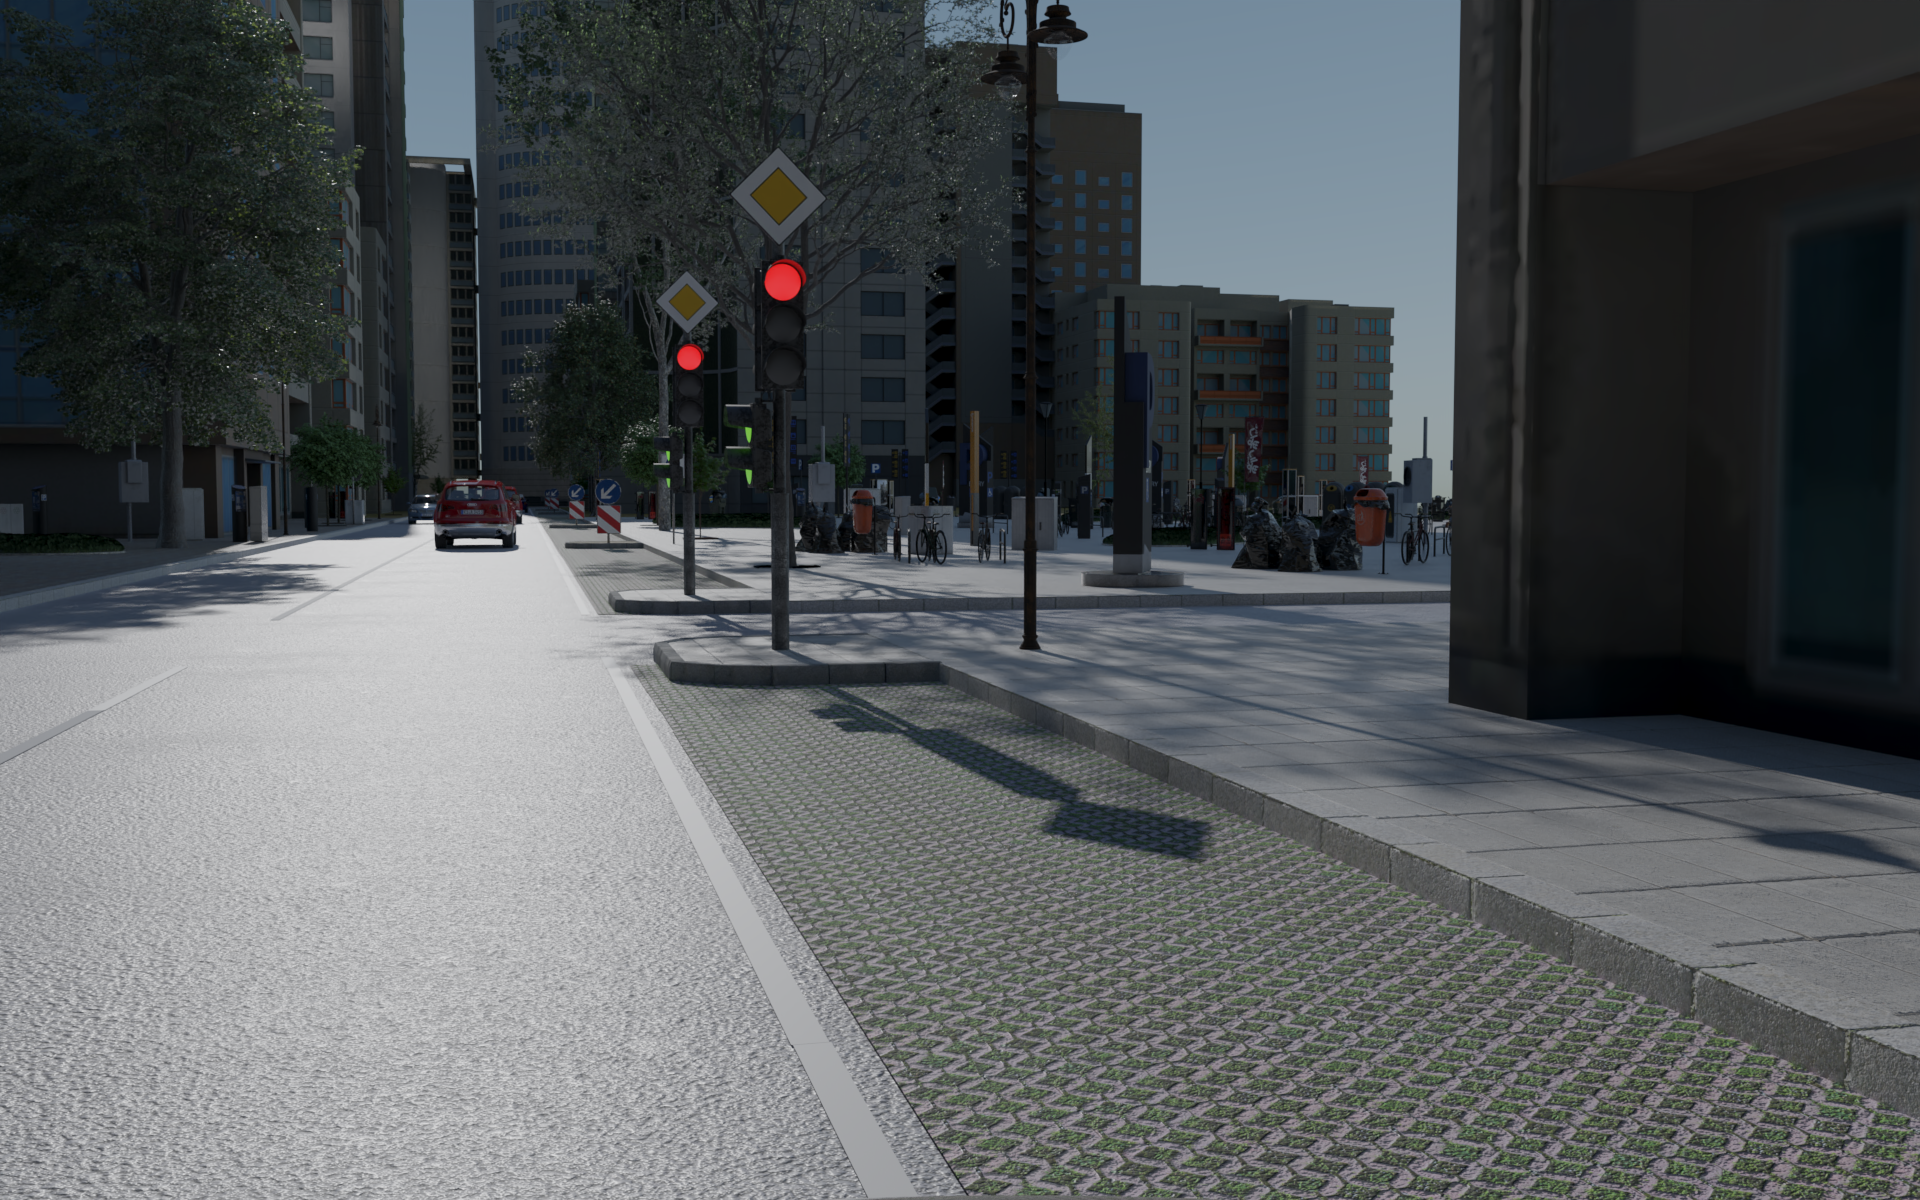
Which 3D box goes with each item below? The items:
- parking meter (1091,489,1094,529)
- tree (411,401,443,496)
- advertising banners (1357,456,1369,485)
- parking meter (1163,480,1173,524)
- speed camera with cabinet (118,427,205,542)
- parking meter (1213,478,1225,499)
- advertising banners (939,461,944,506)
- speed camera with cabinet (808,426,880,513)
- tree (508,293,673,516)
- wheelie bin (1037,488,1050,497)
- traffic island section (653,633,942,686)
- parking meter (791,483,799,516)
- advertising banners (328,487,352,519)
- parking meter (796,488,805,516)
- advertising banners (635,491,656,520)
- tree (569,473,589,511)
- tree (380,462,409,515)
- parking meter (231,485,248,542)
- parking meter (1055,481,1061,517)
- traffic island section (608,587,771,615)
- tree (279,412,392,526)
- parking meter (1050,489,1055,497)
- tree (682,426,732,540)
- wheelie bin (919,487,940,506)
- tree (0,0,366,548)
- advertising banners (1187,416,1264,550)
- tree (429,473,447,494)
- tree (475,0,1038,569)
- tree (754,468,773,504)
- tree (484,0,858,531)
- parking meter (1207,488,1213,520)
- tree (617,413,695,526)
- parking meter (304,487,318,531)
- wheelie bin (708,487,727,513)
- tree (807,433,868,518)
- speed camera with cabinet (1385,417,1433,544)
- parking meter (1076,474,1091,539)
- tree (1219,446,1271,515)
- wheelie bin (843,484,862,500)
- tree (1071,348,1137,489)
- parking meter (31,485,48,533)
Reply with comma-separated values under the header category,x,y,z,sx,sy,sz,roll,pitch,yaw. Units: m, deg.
category,x,y,z,sx,sy,sz,roll,pitch,yaw
parking meter,4.684,-3.352,63.212,0.372,1.533,0.369,0,3,0
tree,-43.471,-11.499,138.364,4.737,8.622,4.395,0,3,0
advertising banners,19.252,-5.094,79.473,2.074,3.025,0.090,0,4,1
parking meter,8.784,-4.124,73.131,0.399,1.863,0.255,2,4,32
speed camera with cabinet,-21.811,-3.239,47.287,2.038,3.252,0.660,-2,4,-32
parking meter,9.433,-3.500,62.935,0.255,1.863,0.399,-1,4,-16
advertising banners,-0.928,-5.707,89.505,0.090,3.025,2.074,0,4,5
speed camera with cabinet,-3.385,-3.451,50.764,2.038,3.252,0.660,-1,4,-18
tree,-20.956,-11.164,99.534,9.611,12.733,9.660,0,3,0
wheelie bin,4.446,-5.068,90.769,0.693,1.594,0.980,3,4,39
traffic island section,-1.459,0.488,14.310,2.009,0.180,2.903,-1,4,-14
parking meter,-8.457,-5.080,88.775,0.399,1.863,0.255,0,4,6
advertising banners,-32.096,-5.734,89.933,2.074,3.025,0.090,2,4,27
parking meter,-6.424,-3.759,69.876,0.372,1.533,0.369,0,3,0
advertising banners,-15.620,-5.596,87.684,0.090,3.025,2.074,3,5,42
tree,-28.730,-8.316,130.570,1.663,3.219,1.824,0,3,0
tree,-34.424,-6.741,104.815,1.663,3.219,1.824,0,3,0
parking meter,-19.272,-2.319,46.321,0.372,1.533,0.369,0,3,0
parking meter,4.400,-4.408,77.777,0.255,1.863,0.399,1,4,10
traffic island section,-3.418,0.014,22.052,2.009,0.180,2.903,-1,4,-14
tree,-25.328,-5.226,69.154,4.285,4.588,4.351,0,3,0
parking meter,4.804,-4.944,89.241,0.372,1.533,0.369,0,3,0
tree,-7.305,-3.318,48.850,1.663,3.219,1.824,0,3,0
wheelie bin,-1.459,-4.505,81.559,0.980,1.594,0.693,-1,4,-20
tree,-18.756,-8.208,40.850,9.857,13.997,8.962,0,3,0
advertising banners,6.056,-2.651,39.533,2.074,3.025,0.090,3,5,43
tree,-46.890,-9.841,155.496,1.663,3.219,1.824,0,3,0
tree,-3.116,-7.306,29.828,12.009,13.543,11.850,0,3,0
tree,-9.264,-5.403,82.936,1.663,3.219,1.824,0,3,0
tree,-8.843,-12.468,59.742,12.611,20.169,13.585,0,3,0
parking meter,13.739,-5.353,95.934,0.372,1.533,0.369,0,3,0
tree,-12.250,-5.286,70.134,4.285,4.588,4.351,0,3,0
parking meter,-24.523,-3.479,65.287,0.372,1.533,0.369,0,3,0
wheelie bin,-11.398,-4.509,81.623,0.693,1.594,0.980,2,4,25
tree,-6.525,-6.665,92.686,4.285,4.588,4.351,0,3,0
speed camera with cabinet,11.647,-3.099,45.005,0.660,3.252,2.038,0,4,-5
parking meter,3.544,-2.692,49.729,0.399,1.863,0.255,0,4,-2
tree,10.123,-4.031,60.503,1.663,3.219,1.824,0,3,0
wheelie bin,-3.404,-3.002,56.993,0.693,1.594,0.980,-2,4,-35
tree,7.938,-8.386,87.474,4.737,8.622,4.395,0,3,0
parking meter,-25.084,-2.374,47.222,0.372,1.533,0.369,0,3,0
